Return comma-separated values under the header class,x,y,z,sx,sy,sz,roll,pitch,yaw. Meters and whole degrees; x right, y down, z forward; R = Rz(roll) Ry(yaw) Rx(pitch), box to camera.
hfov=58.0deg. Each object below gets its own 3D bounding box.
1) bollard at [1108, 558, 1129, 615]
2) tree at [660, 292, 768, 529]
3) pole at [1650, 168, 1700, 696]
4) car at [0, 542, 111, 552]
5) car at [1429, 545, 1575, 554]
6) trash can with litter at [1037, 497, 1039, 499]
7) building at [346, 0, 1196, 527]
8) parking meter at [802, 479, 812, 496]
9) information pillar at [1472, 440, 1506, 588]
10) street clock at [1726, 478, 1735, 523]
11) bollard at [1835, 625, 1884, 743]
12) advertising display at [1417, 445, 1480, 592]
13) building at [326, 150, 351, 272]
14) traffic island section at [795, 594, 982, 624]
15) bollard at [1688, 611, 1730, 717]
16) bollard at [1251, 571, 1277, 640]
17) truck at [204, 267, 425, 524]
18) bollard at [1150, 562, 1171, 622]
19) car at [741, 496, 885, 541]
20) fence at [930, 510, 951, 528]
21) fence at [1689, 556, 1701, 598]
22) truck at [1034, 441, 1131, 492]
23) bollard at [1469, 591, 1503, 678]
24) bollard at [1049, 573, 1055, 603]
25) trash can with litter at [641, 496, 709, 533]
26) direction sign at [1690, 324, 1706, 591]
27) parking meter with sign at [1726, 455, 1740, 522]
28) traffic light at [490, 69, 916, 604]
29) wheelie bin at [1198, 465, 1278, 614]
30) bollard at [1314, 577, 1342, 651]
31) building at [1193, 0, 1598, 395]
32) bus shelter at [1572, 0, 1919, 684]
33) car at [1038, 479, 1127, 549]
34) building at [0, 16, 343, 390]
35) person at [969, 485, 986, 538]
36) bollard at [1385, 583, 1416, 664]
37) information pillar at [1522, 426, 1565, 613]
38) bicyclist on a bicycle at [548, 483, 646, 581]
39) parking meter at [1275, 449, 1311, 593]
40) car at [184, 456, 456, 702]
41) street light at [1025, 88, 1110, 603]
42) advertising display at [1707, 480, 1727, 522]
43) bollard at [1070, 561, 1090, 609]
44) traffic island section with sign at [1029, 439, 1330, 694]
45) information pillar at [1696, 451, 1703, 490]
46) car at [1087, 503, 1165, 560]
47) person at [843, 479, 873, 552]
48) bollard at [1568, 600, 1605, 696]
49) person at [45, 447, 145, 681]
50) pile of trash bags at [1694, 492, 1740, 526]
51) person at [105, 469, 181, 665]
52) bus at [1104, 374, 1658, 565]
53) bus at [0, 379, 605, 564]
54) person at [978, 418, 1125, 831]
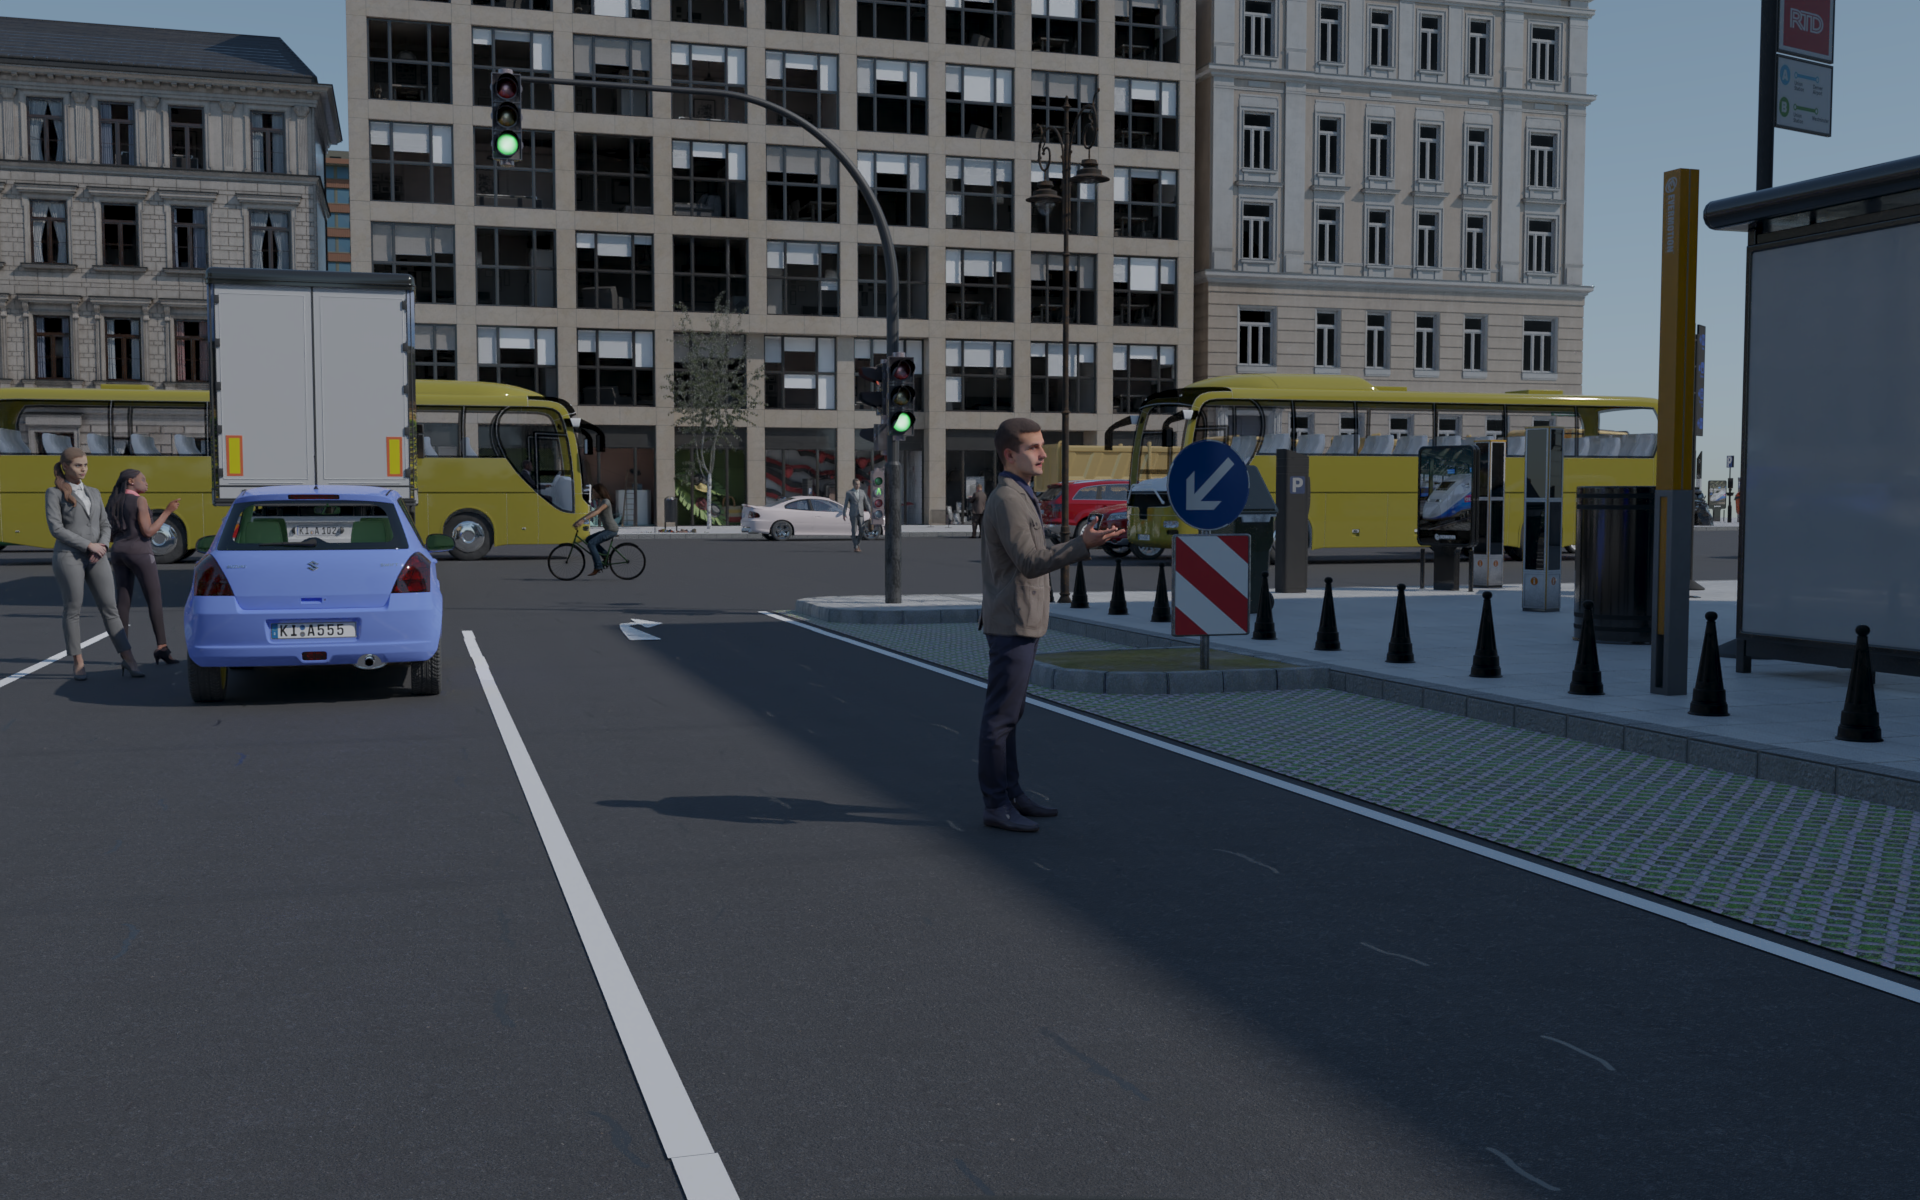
class,x,y,z,sx,sy,sz,roll,pitch,yaw
bollard,1.686,-0.146,18.433,0.229,0.601,0.229,0,3,0
tree,-9.185,-6.934,63.729,4.360,8.622,3.978,0,3,0
pole,4.541,-1.049,11.001,0.158,3.312,0.155,0,3,0
car,-22.731,-1.923,43.233,4.920,1.459,2.131,-1,4,-16
car,13.377,-2.017,42.024,4.494,1.783,2.155,-1,4,-16
trash can with litter,3.465,-3.534,69.175,1.055,1.170,0.624,-2,4,-32
building,-9.134,-16.716,77.830,34.151,26.468,19.350,-1,4,-18
parking meter,-5.760,-3.650,65.383,0.255,1.863,0.399,2,4,24
information pillar,7.226,-1.173,23.677,0.304,2.012,0.304,-2,4,-30
street clock,34.531,-4.471,77.669,0.358,2.002,0.471,1,4,23
bollard,4.695,0.429,9.024,0.229,0.601,0.229,0,3,0
advertising display,6.483,-1.090,23.033,0.123,1.923,0.974,-2,4,-31
building,-80.657,-34.775,223.203,28.867,44.769,22.147,-1,4,-18
traffic island section,-0.775,0.116,20.387,2.009,0.180,2.903,-1,4,-18
bollard,4.360,0.365,10.066,0.229,0.601,0.229,0,3,0
bollard,2.691,0.046,15.296,0.229,0.601,0.229,0,3,0
truck,-9.802,-2.334,27.067,2.839,4.237,11.283,-1,4,-18
bollard,2.026,-0.083,17.392,0.229,0.601,0.229,0,3,0
car,-4.404,-2.540,53.890,4.827,1.381,2.083,-1,4,-17
fence,-0.785,-3.114,66.293,0.278,0.683,2.069,-1,4,-21
fence,8.208,-0.339,20.918,2.069,0.683,0.278,-2,4,-33
truck,7.451,-3.774,57.632,9.791,3.379,3.469,-1,4,-17
bollard,3.697,0.238,12.158,0.229,0.601,0.229,0,3,0
bollard,1.017,-0.275,20.538,0.229,0.601,0.229,0,3,0
trash can with litter,-9.367,-2.837,57.448,2.233,1.210,1.678,2,4,32
direction sign,9.780,-1.903,23.106,0.379,3.537,0.876,3,4,36
parking meter with sign,35.652,-5.024,78.403,1.738,3.016,0.543,0,4,-2
traffic light,-2.783,-2.741,19.489,4.771,5.953,1.251,-1,4,-18
wheelie bin,2.946,-0.660,18.702,0.980,1.594,0.693,-3,4,-36
bollard,3.028,0.110,14.243,0.229,0.601,0.229,0,3,0
building,18.094,-18.205,83.551,20.117,28.700,13.634,-1,4,-18
bus shelter,6.779,-2.050,11.155,2.179,5.291,8.768,-1,4,-18
car,4.486,-2.292,46.144,5.304,1.827,2.281,-1,4,-19
building,-33.758,-12.312,65.922,19.286,19.102,10.561,-1,4,-18
person,0.537,-2.867,56.066,0.600,1.739,0.565,1,4,21
bollard,3.360,0.174,13.200,0.229,0.601,0.229,0,3,0
information pillar,6.355,-0.880,18.881,0.304,2.012,0.304,-3,5,-40
bicyclist on a bicycle,-6.010,-1.139,28.650,1.625,1.676,1.499,-1,4,-17
parking meter,4.318,-1.026,22.485,0.399,1.863,0.255,-1,4,-21
car,-4.894,-0.231,13.372,1.945,1.707,3.694,-1,4,-17
street light,1.237,-2.904,20.261,0.468,5.910,1.993,-1,4,-18
advertising display,35.287,-4.619,80.740,0.974,1.923,0.123,-1,4,-17
bollard,1.350,-0.211,19.495,0.229,0.601,0.229,0,3,0
traffic island section with sign,1.478,-0.285,13.295,1.989,1.847,2.006,-1,4,-18
information pillar,40.137,-6.283,94.074,0.183,3.616,0.504,0,4,-4
car,5.432,-1.864,39.143,5.304,1.827,2.281,-1,4,-17
person,-2.531,-2.093,42.835,0.709,1.813,0.853,-2,4,-28
bollard,4.026,0.301,11.114,0.229,0.601,0.229,0,3,0
person,-6.683,-0.281,13.363,0.573,1.790,0.520,1,4,11
pile of trash bags,30.330,-3.718,70.540,3.447,1.369,1.912,2,4,31
person,-6.877,-0.283,14.604,0.593,1.643,0.415,-1,4,-23
bus,9.257,-2.772,36.873,12.252,3.916,2.896,-1,4,-19
bus,-13.959,-2.788,37.133,12.252,3.916,2.896,-1,4,-17
person,0.395,0.096,7.468,0.750,1.759,0.617,1,4,19
